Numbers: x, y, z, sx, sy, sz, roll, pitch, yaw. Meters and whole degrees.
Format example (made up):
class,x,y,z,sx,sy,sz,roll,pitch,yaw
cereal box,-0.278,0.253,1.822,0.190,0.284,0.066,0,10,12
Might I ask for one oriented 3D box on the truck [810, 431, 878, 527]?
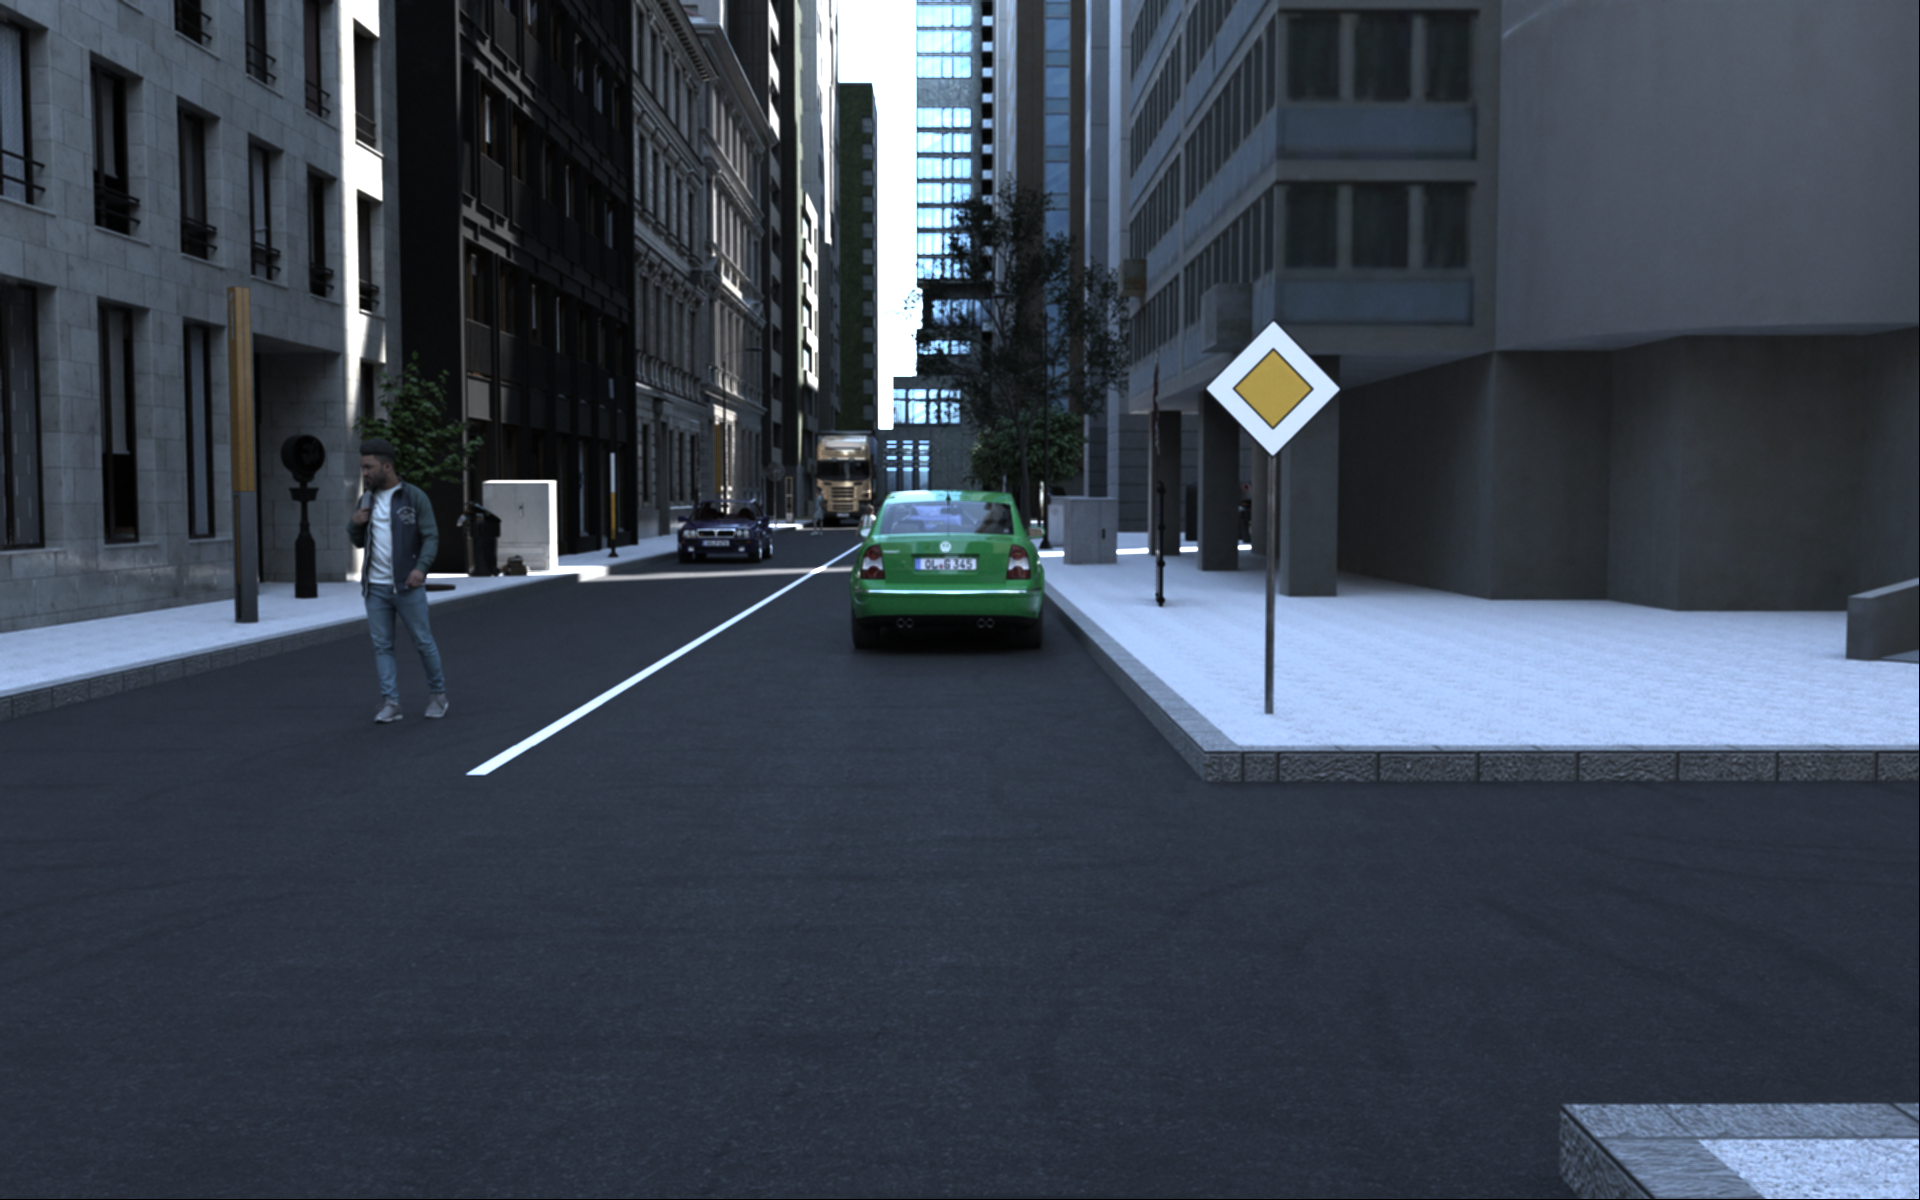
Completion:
class,x,y,z,sx,sy,sz,roll,pitch,yaw
truck,-5.121,-5.514,79.065,2.839,4.237,11.283,0,4,-1

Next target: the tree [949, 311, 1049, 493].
class,x,y,z,sx,sy,sz,roll,pitch,yaw
tree,1.700,-7.288,69.516,4.360,8.622,3.978,0,3,0

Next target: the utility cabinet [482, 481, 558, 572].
class,x,y,z,sx,sy,sz,roll,pitch,yaw
utility cabinet,-7.221,-1.206,28.403,1.173,1.500,0.318,1,4,12

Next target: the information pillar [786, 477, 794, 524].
class,x,y,z,sx,sy,sz,roll,pitch,yaw
information pillar,-7.329,-4.291,74.652,0.304,2.012,0.304,1,4,9

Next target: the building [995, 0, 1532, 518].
class,x,y,z,sx,sy,sz,roll,pitch,yaw
building,18.576,-26.086,118.393,32.217,40.220,23.993,0,4,0

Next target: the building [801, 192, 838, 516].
class,x,y,z,sx,sy,sz,roll,pitch,yaw
building,-22.726,-16.428,113.631,27.650,21.520,28.899,0,4,0

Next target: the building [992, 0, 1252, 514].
class,x,y,z,sx,sy,sz,roll,pitch,yaw
building,13.222,-36.890,145.149,21.231,58.520,28.212,0,4,0

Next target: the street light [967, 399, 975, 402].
class,x,y,z,sx,sy,sz,roll,pitch,yaw
street light,1.030,-6.888,85.162,1.470,5.913,1.316,0,4,0

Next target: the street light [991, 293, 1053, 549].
class,x,y,z,sx,sy,sz,roll,pitch,yaw
street light,1.455,-4.140,40.233,1.470,5.913,1.316,0,4,0

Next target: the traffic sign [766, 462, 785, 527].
class,x,y,z,sx,sy,sz,roll,pitch,yaw
traffic sign,-7.234,-4.146,67.894,0.768,2.556,0.104,0,4,4

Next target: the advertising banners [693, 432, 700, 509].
class,x,y,z,sx,sy,sz,roll,pitch,yaw
advertising banners,-7.569,-3.275,49.730,0.090,3.025,2.074,-1,4,-12

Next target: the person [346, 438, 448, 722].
class,x,y,z,sx,sy,sz,roll,pitch,yaw
person,-3.585,-0.131,10.982,0.623,1.781,0.721,0,4,1

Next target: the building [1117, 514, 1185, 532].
class,x,y,z,sx,sy,sz,roll,pitch,yaw
building,15.666,-32.309,70.246,21.231,58.520,28.212,0,4,0

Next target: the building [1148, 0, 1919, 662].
class,x,y,z,sx,sy,sz,roll,pitch,yaw
building,15.254,-20.451,26.256,23.993,40.220,32.217,0,4,0

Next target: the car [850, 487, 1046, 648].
class,x,y,z,sx,sy,sz,roll,pitch,yaw
car,-0.092,-0.531,17.475,1.959,1.807,4.718,0,4,1

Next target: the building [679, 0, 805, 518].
class,x,y,z,sx,sy,sz,roll,pitch,yaw
building,-15.928,-19.587,91.952,14.160,30.474,14.107,0,4,0

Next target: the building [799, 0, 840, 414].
class,x,y,z,sx,sy,sz,roll,pitch,yaw
building,-23.834,-33.974,144.707,27.495,52.752,28.713,0,4,0

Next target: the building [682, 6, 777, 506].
class,x,y,z,sx,sy,sz,roll,pitch,yaw
building,-14.474,-14.477,72.858,11.583,22.565,21.152,0,4,0

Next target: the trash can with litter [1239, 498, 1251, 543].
class,x,y,z,sx,sy,sz,roll,pitch,yaw
trash can with litter,7.676,-2.074,45.301,0.624,1.170,1.055,2,4,33

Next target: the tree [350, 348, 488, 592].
class,x,y,z,sx,sy,sz,roll,pitch,yaw
tree,-7.160,-1.745,23.137,1.663,3.219,1.824,0,3,0

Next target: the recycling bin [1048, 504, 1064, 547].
class,x,y,z,sx,sy,sz,roll,pitch,yaw
recycling bin,2.542,-1.818,42.280,0.722,1.027,0.722,1,4,11

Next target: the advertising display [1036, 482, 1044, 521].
class,x,y,z,sx,sy,sz,roll,pitch,yaw
advertising display,3.918,-4.751,82.893,0.123,1.923,0.974,2,4,28

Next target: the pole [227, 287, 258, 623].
class,x,y,z,sx,sy,sz,roll,pitch,yaw
pole,-7.124,-1.428,17.199,0.158,3.312,0.155,0,3,0

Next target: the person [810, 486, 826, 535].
class,x,y,z,sx,sy,sz,roll,pitch,yaw
person,-4.973,-3.151,61.028,0.522,1.701,0.512,1,4,8

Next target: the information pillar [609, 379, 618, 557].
class,x,y,z,sx,sy,sz,roll,pitch,yaw
information pillar,-7.048,-2.677,35.117,0.183,3.616,0.504,-1,4,-13

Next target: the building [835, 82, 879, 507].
class,x,y,z,sx,sy,sz,roll,pitch,yaw
building,-15.346,-30.093,175.617,14.086,41.232,14.154,0,4,0

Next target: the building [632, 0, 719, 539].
class,x,y,z,sx,sy,sz,roll,pitch,yaw
building,-13.825,-11.508,52.788,10.561,19.102,19.286,0,4,0

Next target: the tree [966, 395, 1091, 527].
class,x,y,z,sx,sy,sz,roll,pitch,yaw
tree,2.645,-4.434,56.206,4.285,4.588,4.351,0,3,0

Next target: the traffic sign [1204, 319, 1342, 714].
class,x,y,z,sx,sy,sz,roll,pitch,yaw
traffic sign,1.803,-0.392,10.056,0.795,2.450,0.064,0,4,0

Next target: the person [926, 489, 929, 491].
class,x,y,z,sx,sy,sz,roll,pitch,yaw
person,-1.912,-5.909,105.908,0.742,1.727,0.445,-3,5,-45

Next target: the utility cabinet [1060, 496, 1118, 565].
class,x,y,z,sx,sy,sz,roll,pitch,yaw
utility cabinet,2.399,-1.261,31.779,1.020,1.237,0.306,-2,4,-31

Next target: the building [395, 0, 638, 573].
class,x,y,z,sx,sy,sz,roll,pitch,yaw
building,-14.219,-12.566,35.126,12.332,23.373,15.834,0,4,0

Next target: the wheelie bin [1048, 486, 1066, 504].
class,x,y,z,sx,sy,sz,roll,pitch,yaw
wheelie bin,3.999,-3.931,72.174,0.980,1.594,0.693,-2,4,-35

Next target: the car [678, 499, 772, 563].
class,x,y,z,sx,sy,sz,roll,pitch,yaw
car,-5.042,-1.518,37.403,1.945,1.354,3.894,0,4,-1

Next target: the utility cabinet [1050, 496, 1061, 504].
class,x,y,z,sx,sy,sz,roll,pitch,yaw
utility cabinet,3.202,-2.478,51.674,1.020,1.237,0.306,0,4,-3

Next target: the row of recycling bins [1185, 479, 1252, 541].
class,x,y,z,sx,sy,sz,roll,pitch,yaw
row of recycling bins,7.463,-2.525,48.398,1.069,1.692,3.534,3,5,43

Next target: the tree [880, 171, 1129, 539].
class,x,y,z,sx,sy,sz,roll,pitch,yaw
tree,1.937,-7.038,49.491,8.767,10.594,7.601,0,4,-3

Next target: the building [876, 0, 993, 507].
class,x,y,z,sx,sy,sz,roll,pitch,yaw
building,7.155,-53.001,179.232,31.000,86.520,22.319,0,4,0

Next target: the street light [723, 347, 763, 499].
class,x,y,z,sx,sy,sz,roll,pitch,yaw
street light,-6.933,-5.043,55.000,1.470,5.913,1.316,0,4,0

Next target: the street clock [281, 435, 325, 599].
class,x,y,z,sx,sy,sz,roll,pitch,yaw
street clock,-8.071,-1.025,21.324,0.358,2.002,0.471,2,4,34

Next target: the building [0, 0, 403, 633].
class,x,y,z,sx,sy,sz,roll,pitch,yaw
building,-14.052,-10.040,18.904,10.420,20.320,16.860,0,4,0

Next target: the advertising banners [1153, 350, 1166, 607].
class,x,y,z,sx,sy,sz,roll,pitch,yaw
advertising banners,2.365,-1.492,20.588,0.090,3.025,2.074,0,4,5

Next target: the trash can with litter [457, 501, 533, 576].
class,x,y,z,sx,sy,sz,roll,pitch,yaw
trash can with litter,-7.299,-0.967,27.202,1.055,1.170,0.624,-3,4,-36

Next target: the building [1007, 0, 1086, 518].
class,x,y,z,sx,sy,sz,roll,pitch,yaw
building,9.837,-27.461,99.101,14.600,45.320,14.200,0,4,0

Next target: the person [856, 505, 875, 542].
class,x,y,z,sx,sy,sz,roll,pitch,yaw
person,-1.856,-1.274,34.348,0.505,1.210,0.382,1,4,21

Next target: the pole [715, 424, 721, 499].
class,x,y,z,sx,sy,sz,roll,pitch,yaw
pole,-7.094,-3.482,50.775,0.158,3.312,0.155,0,3,0
